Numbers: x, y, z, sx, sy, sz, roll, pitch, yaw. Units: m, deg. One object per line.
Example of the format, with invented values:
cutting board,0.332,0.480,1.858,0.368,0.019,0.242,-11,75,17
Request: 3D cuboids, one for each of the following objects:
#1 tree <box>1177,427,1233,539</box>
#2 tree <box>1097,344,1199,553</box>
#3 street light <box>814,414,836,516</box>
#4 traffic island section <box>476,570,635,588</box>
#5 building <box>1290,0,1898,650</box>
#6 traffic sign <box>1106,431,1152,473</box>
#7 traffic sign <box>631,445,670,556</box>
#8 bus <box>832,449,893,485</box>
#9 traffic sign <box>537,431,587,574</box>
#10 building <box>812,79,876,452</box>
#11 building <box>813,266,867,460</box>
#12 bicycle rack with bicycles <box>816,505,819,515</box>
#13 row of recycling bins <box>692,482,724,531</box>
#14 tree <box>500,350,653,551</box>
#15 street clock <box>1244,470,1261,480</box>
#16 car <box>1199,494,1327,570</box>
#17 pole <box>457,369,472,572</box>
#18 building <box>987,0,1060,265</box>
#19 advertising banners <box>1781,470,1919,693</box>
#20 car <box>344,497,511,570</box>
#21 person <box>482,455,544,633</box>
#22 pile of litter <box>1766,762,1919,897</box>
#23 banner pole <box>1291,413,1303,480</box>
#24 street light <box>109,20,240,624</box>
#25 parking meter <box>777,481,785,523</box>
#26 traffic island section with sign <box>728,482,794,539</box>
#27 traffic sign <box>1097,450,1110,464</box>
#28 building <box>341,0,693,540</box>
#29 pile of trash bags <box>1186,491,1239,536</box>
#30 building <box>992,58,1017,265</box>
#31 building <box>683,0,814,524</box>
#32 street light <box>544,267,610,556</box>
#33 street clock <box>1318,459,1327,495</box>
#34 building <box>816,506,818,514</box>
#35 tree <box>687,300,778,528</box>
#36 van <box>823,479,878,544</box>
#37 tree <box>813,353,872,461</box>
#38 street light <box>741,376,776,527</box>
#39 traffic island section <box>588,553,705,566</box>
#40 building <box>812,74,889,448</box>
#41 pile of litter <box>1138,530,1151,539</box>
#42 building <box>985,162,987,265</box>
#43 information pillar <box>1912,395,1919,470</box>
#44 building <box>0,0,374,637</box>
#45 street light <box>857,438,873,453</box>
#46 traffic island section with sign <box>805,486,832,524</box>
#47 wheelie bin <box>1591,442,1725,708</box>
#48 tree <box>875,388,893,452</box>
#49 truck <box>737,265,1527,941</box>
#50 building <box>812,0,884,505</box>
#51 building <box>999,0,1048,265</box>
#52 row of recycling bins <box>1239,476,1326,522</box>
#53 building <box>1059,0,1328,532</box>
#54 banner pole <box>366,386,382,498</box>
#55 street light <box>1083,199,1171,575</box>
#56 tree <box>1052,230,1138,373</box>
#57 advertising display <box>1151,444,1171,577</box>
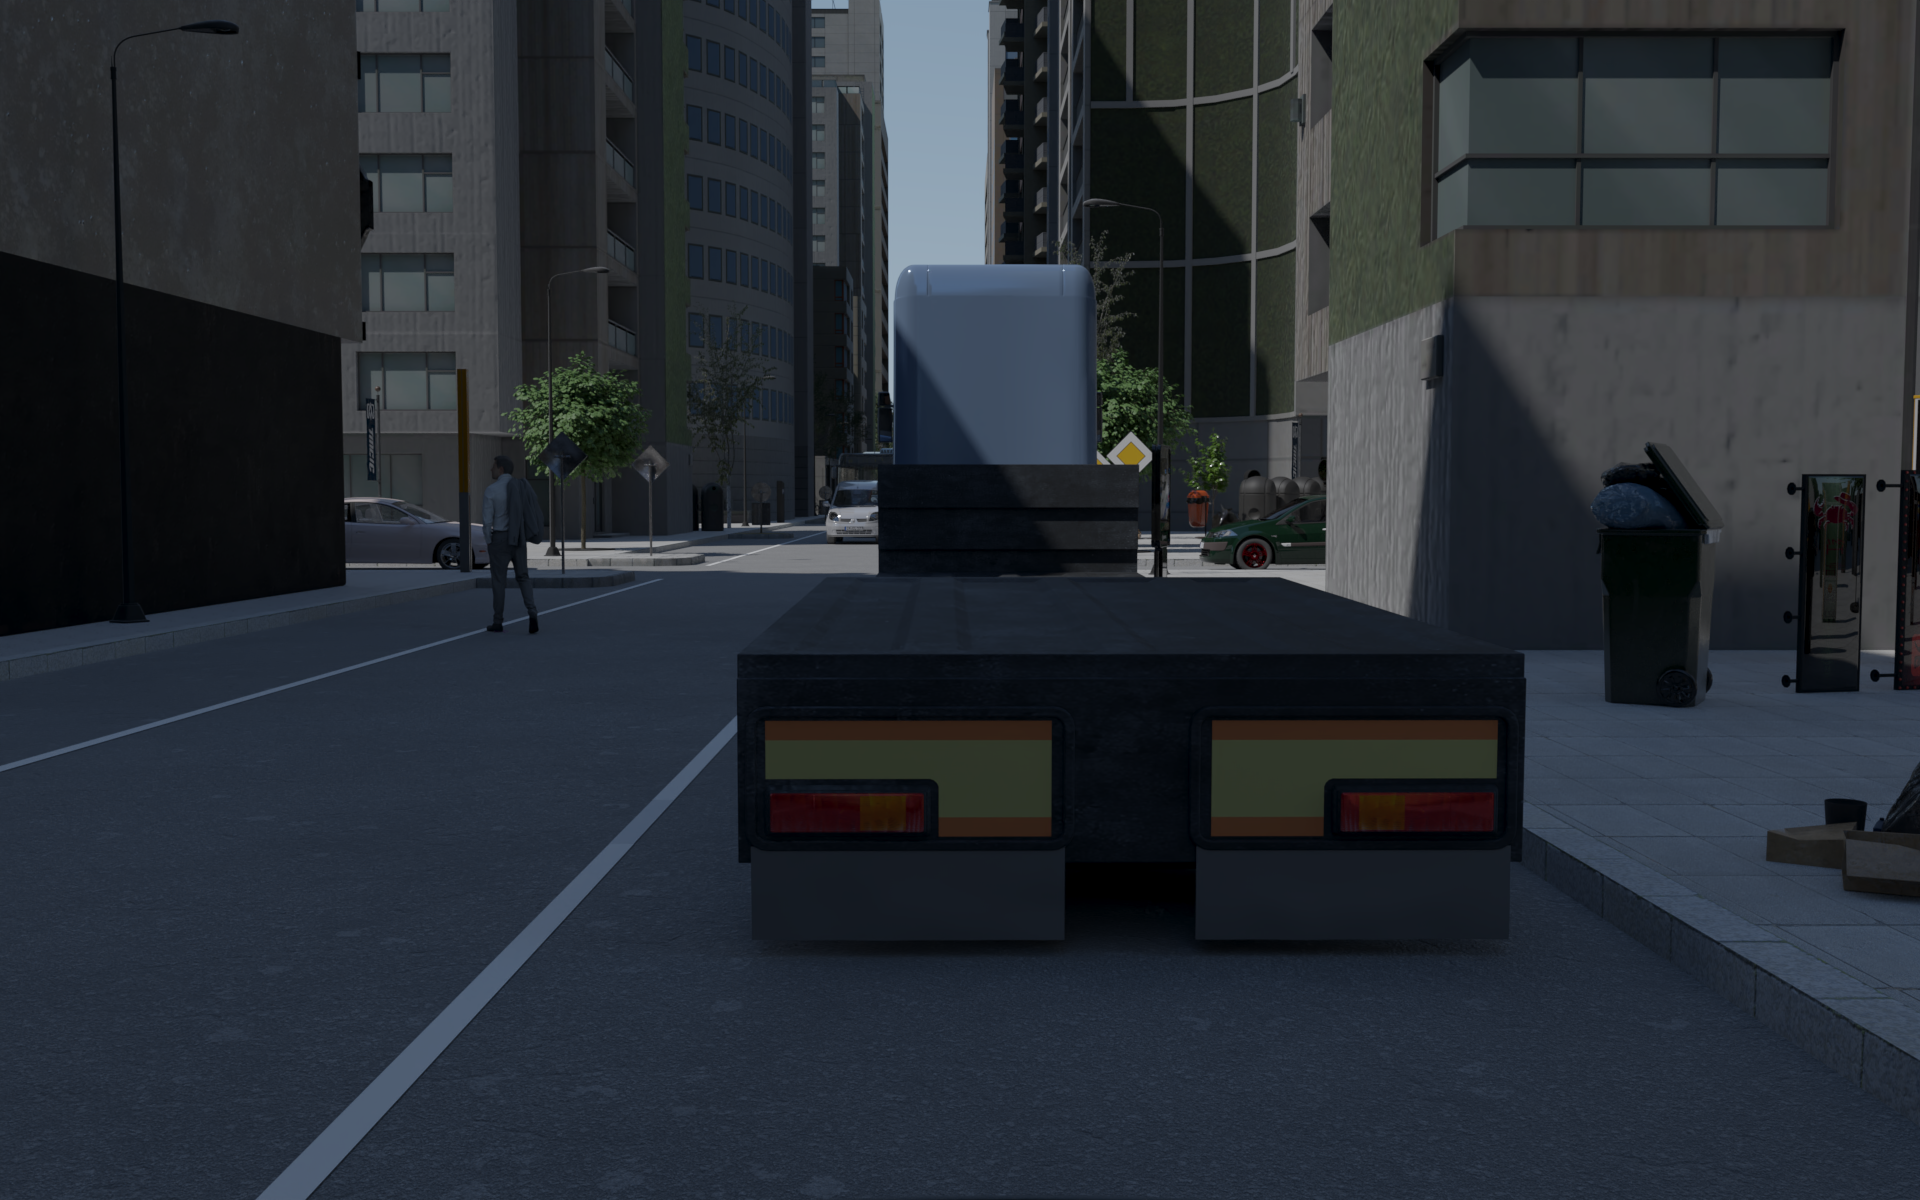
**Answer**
tree,7.365,-3.381,49.874,1.663,3.219,1.824,0,3,0
tree,3.552,-3.322,38.024,4.285,4.588,4.351,0,3,0
street light,-7.927,-7.845,100.802,1.470,5.913,1.316,0,3,0
traffic island section,-6.388,-0.338,27.799,2.009,0.180,2.903,0,3,0
building,11.015,-15.196,20.151,14.160,30.474,14.107,0,3,0
traffic sign,2.730,-1.473,27.733,0.795,2.450,0.064,0,3,0
traffic sign,-6.378,-1.962,35.723,0.795,2.450,0.064,0,3,0
bus,-3.285,-4.638,70.685,2.948,3.499,13.247,0,4,0
traffic sign,-6.364,-1.474,27.738,0.795,2.450,0.064,0,3,0
building,-15.492,-29.554,166.809,14.154,41.232,14.086,0,3,0
building,-22.447,-18.404,145.947,27.650,21.520,28.899,0,3,0
bicycle rack with bicycles,-9.522,-5.534,103.857,2.852,0.926,2.925,3,5,42
row of recycling bins,-9.920,-3.235,60.010,3.534,1.692,1.069,0,4,4
tree,-8.699,-3.412,39.506,4.285,4.588,4.351,0,3,0
street clock,8.709,-2.879,51.648,0.471,2.002,0.358,-1,4,-22
car,6.567,-1.367,32.143,4.222,1.686,2.009,0,4,1
pole,-8.106,-2.109,28.324,0.158,3.312,0.155,0,3,0
building,13.783,-40.770,208.594,21.231,58.520,28.212,0,3,0
advertising banners,6.322,-0.923,11.281,2.074,3.025,0.090,-1,4,-13
car,-10.765,-1.236,32.575,4.827,1.381,2.083,0,4,-2
person,-4.612,-0.568,17.882,0.679,1.850,0.850,-3,5,-43
pile of litter,3.396,0.513,5.576,1.176,0.858,1.719,0,4,-7
banner pole,10.377,-3.874,53.354,0.401,3.779,0.863,2,4,35
street light,-7.764,-2.727,17.136,1.470,5.913,1.316,0,3,0
parking meter,-7.975,-4.360,77.004,0.255,1.863,0.399,1,4,13
traffic island section with sign,-6.444,-2.916,56.309,1.989,1.847,2.006,0,3,0
traffic sign,2.716,-1.962,35.718,0.795,2.450,0.064,0,3,0
building,-16.034,-22.436,50.416,14.154,41.232,14.086,0,3,0
pile of trash bags,7.155,-2.135,44.663,3.447,1.369,1.912,-3,4,-38
building,10.315,-32.367,179.318,14.600,45.320,14.200,0,3,0
building,-18.946,-33.206,84.923,21.231,58.520,28.212,0,3,0
street light,-7.867,-3.856,35.590,1.470,5.913,1.316,0,3,0
street clock,7.586,-1.903,35.681,0.358,2.002,0.471,-1,4,-22
building,-18.899,-41.681,119.728,20.563,71.187,20.611,0,3,0
tree,-8.908,-6.999,64.796,4.360,8.622,3.978,0,3,0
van,-2.965,-2.675,50.745,2.013,2.044,4.112,0,4,1
tree,-9.595,-10.538,106.710,8.767,10.594,7.601,0,4,-7
street light,-7.949,-5.861,68.369,1.470,5.913,1.316,0,3,0
traffic island section,-6.401,-0.826,35.784,2.009,0.180,2.903,0,3,0
building,-19.480,-35.520,204.456,21.300,48.544,21.600,0,3,0
pile of litter,4.663,-2.160,49.289,1.719,0.858,1.176,1,4,14
building,14.133,-37.338,234.181,21.300,48.544,21.600,0,3,0
information pillar,7.284,-0.511,12.852,0.304,2.012,0.304,-2,4,-23
building,-16.958,-9.242,18.566,16.811,18.784,16.820,0,3,0
street light,-7.999,-10.526,144.647,1.470,5.913,1.316,0,3,0
traffic island section with sign,-6.501,-4.629,84.309,1.989,1.847,2.006,0,3,0
wheelie bin,4.285,-0.169,10.677,0.693,1.594,0.980,2,4,31
tree,-9.314,-16.531,187.290,9.611,12.733,9.660,0,3,0
truck,0.457,-1.517,14.568,2.967,4.110,18.799,0,4,0
building,-19.325,-49.984,255.484,20.563,71.187,20.611,0,3,0
building,14.069,-28.974,128.352,22.147,44.769,28.867,0,3,0
row of recycling bins,7.848,-2.081,41.140,1.069,1.692,3.534,3,5,42
building,12.231,-38.171,62.346,20.563,71.187,20.611,0,3,0
banner pole,-13.530,-3.060,40.051,0.401,3.779,0.863,0,4,7
street light,2.638,-3.358,27.439,1.470,5.913,1.316,0,3,0
tree,3.111,-6.010,48.627,4.360,8.622,3.978,0,3,0
advertising display,2.656,-1.080,22.879,0.123,1.923,0.974,1,4,15
